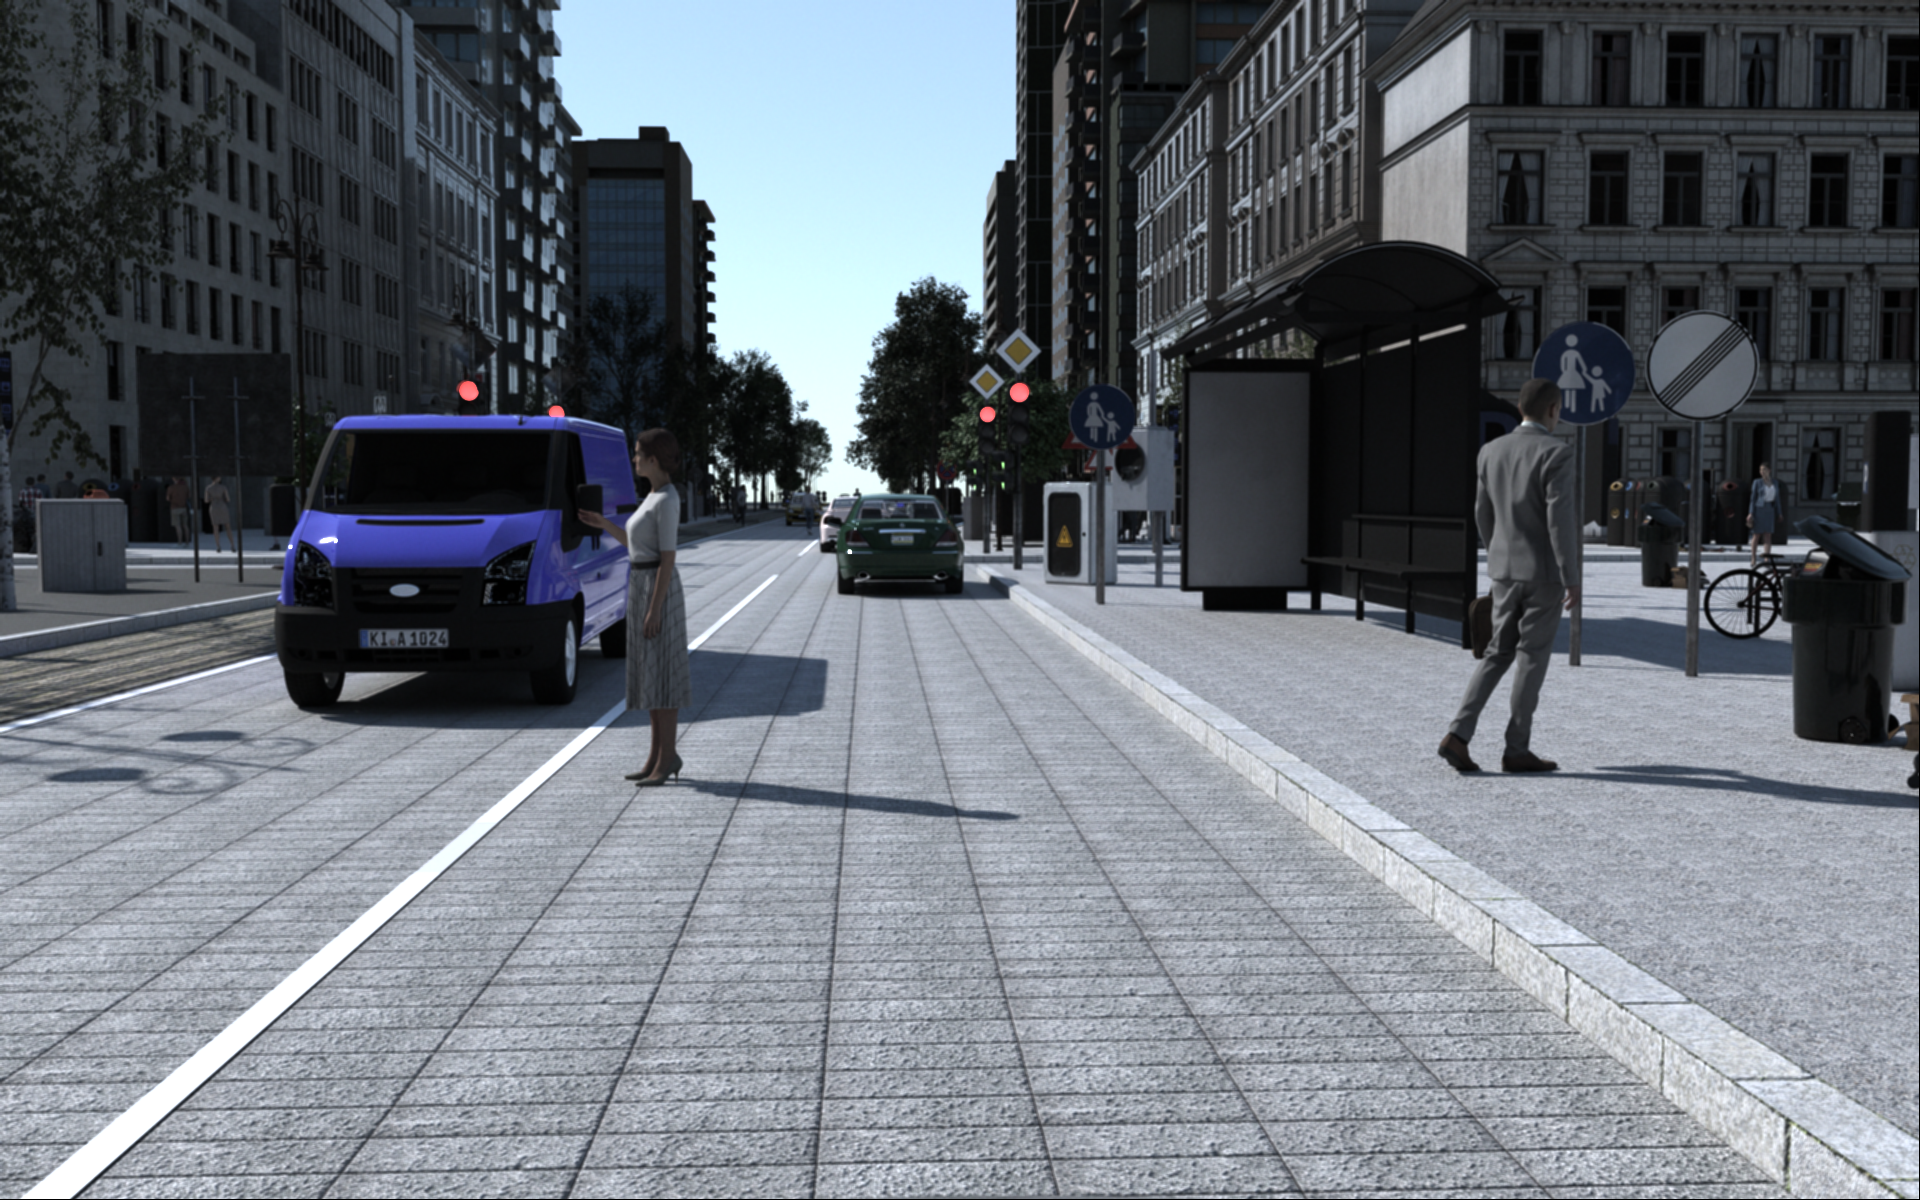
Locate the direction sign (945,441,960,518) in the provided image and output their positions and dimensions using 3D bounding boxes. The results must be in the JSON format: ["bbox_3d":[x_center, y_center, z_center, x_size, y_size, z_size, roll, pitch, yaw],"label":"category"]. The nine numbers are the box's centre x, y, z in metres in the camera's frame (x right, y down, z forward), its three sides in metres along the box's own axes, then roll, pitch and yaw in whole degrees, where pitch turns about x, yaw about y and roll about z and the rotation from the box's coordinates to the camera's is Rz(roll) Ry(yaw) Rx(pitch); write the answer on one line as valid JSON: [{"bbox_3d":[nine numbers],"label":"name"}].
[{"bbox_3d":[-0.310,-4.875,71.702,0.379,3.537,0.876,3,5,41],"label":"direction sign"}]

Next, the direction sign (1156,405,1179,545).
[{"bbox_3d":[5.208,-3.185,44.069,0.876,3.537,0.379,-2,4,-32],"label":"direction sign"}]

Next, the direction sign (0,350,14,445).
[{"bbox_3d":[-15.245,-2.150,27.145,0.379,3.537,0.876,2,4,28],"label":"direction sign"}]

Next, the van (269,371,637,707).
[{"bbox_3d":[-3.700,-0.558,13.510,2.240,2.365,5.245,0,4,-4],"label":"van"}]

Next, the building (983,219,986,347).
[{"bbox_3d":[10.850,-37.619,265.188,14.600,45.320,14.200,0,4,-3],"label":"building"}]

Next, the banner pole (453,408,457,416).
[{"bbox_3d":[-14.847,-3.687,50.298,0.863,3.779,0.401,1,4,13],"label":"banner pole"}]

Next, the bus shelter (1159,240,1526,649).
[{"bbox_3d":[3.366,-1.388,16.624,2.014,3.302,5.546,0,4,-3],"label":"bus shelter"}]

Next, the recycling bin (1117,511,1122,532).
[{"bbox_3d":[5.170,-2.861,59.330,0.722,1.027,0.722,2,4,26],"label":"recycling bin"}]

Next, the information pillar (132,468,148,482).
[{"bbox_3d":[-22.791,-2.673,48.195,0.304,2.012,0.304,0,4,7],"label":"information pillar"}]

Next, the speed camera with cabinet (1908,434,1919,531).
[{"bbox_3d":[15.396,-2.019,27.345,2.038,3.252,0.660,-3,5,-41],"label":"speed camera with cabinet"}]

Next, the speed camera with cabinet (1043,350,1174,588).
[{"bbox_3d":[2.053,-1.828,24.220,0.660,3.252,2.038,-3,5,-41],"label":"speed camera with cabinet"}]

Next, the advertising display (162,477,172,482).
[{"bbox_3d":[-23.172,-2.782,50.697,0.123,1.923,0.974,-2,4,-35],"label":"advertising display"}]

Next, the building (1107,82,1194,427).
[{"bbox_3d":[17.510,-21.628,125.314,14.160,30.474,14.107,0,4,-3],"label":"building"}]

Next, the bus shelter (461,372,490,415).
[{"bbox_3d":[-15.447,-5.024,59.777,2.179,5.291,8.768,0,4,-3],"label":"bus shelter"}]

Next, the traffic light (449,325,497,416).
[{"bbox_3d":[-8.085,-2.443,28.856,0.839,4.253,0.868,0,4,-3],"label":"traffic light"}]

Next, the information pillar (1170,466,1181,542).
[{"bbox_3d":[5.801,-2.546,46.113,0.304,2.012,0.304,-1,4,-13],"label":"information pillar"}]

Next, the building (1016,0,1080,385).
[{"bbox_3d":[16.090,-48.154,225.570,20.563,71.187,20.611,0,4,-3],"label":"building"}]

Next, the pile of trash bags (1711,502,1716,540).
[{"bbox_3d":[20.541,-2.338,47.971,1.912,1.369,3.447,2,4,24],"label":"pile of trash bags"}]

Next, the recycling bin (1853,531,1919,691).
[{"bbox_3d":[6.262,0.060,11.581,0.722,1.027,0.722,0,4,-1],"label":"recycling bin"}]

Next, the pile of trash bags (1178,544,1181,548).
[{"bbox_3d":[6.448,-1.840,39.836,1.912,1.369,3.447,-1,4,-17],"label":"pile of trash bags"}]

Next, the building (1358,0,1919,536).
[{"bbox_3d":[24.123,-11.802,57.598,19.286,19.102,10.561,0,4,-3],"label":"building"}]

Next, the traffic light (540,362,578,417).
[{"bbox_3d":[-8.491,-2.930,36.831,0.839,4.253,0.868,0,4,-3],"label":"traffic light"}]

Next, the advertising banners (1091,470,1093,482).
[{"bbox_3d":[6.716,-5.547,86.879,0.090,3.025,2.074,1,4,12],"label":"advertising banners"}]

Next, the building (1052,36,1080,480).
[{"bbox_3d":[16.548,-31.663,167.808,14.600,45.320,14.200,0,4,-3],"label":"building"}]

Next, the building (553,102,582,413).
[{"bbox_3d":[-47.410,-28.162,152.337,32.217,40.220,23.993,0,4,-3],"label":"building"}]

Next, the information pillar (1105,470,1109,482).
[{"bbox_3d":[6.577,-5.383,79.368,0.504,3.616,0.183,1,4,15],"label":"information pillar"}]

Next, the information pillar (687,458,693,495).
[{"bbox_3d":[-16.766,-7.116,107.703,0.183,3.616,0.504,2,4,25],"label":"information pillar"}]

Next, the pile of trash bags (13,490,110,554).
[{"bbox_3d":[-19.321,-1.702,37.573,3.447,1.369,1.912,3,5,39],"label":"pile of trash bags"}]

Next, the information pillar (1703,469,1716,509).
[{"bbox_3d":[21.742,-2.805,50.352,0.304,2.012,0.304,3,5,40],"label":"information pillar"}]

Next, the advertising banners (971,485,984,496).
[{"bbox_3d":[0.751,-4.277,66.123,0.090,3.025,2.074,1,4,21],"label":"advertising banners"}]

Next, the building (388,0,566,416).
[{"bbox_3d":[-41.298,-30.921,125.169,23.786,49.044,30.456,0,4,-3],"label":"building"}]

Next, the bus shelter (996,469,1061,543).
[{"bbox_3d":[1.714,-3.471,48.035,1.731,3.624,6.357,0,4,-3],"label":"bus shelter"}]

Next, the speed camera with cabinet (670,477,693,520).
[{"bbox_3d":[-14.165,-5.573,85.461,2.038,3.252,0.660,2,4,30],"label":"speed camera with cabinet"}]

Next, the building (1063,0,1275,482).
[{"bbox_3d":[20.435,-30.084,146.501,22.147,44.769,28.867,0,4,-3],"label":"building"}]

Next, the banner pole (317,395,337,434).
[{"bbox_3d":[-16.056,-3.298,43.940,0.401,3.779,0.863,1,4,20],"label":"banner pole"}]

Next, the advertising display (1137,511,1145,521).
[{"bbox_3d":[8.618,-4.718,82.351,0.974,1.923,0.123,1,4,14],"label":"advertising display"}]

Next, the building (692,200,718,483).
[{"bbox_3d":[-46.908,-36.427,250.210,22.147,44.769,28.867,0,4,-3],"label":"building"}]

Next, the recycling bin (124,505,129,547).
[{"bbox_3d":[-20.412,-1.765,41.417,0.722,1.027,0.722,0,4,1],"label":"recycling bin"}]

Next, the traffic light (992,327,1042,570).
[{"bbox_3d":[0.964,-2.472,29.331,0.839,4.253,0.868,0,4,-3],"label":"traffic light"}]

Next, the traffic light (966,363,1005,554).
[{"bbox_3d":[0.558,-2.959,37.306,0.839,4.253,0.868,0,4,-3],"label":"traffic light"}]

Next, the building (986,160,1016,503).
[{"bbox_3d":[15.060,-38.141,247.302,21.300,48.544,21.600,0,4,-3],"label":"building"}]

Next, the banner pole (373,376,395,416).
[{"bbox_3d":[-12.186,-2.862,36.805,0.863,3.779,0.401,2,4,32],"label":"banner pole"}]

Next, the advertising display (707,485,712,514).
[{"bbox_3d":[-16.143,-6.465,110.912,0.123,1.923,0.974,1,4,14],"label":"advertising display"}]

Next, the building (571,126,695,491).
[{"bbox_3d":[-40.718,-34.543,214.887,14.600,45.320,14.200,0,4,-3],"label":"building"}]

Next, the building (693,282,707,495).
[{"bbox_3d":[-41.297,-27.997,229.456,14.160,30.474,14.107,0,4,-3],"label":"building"}]
